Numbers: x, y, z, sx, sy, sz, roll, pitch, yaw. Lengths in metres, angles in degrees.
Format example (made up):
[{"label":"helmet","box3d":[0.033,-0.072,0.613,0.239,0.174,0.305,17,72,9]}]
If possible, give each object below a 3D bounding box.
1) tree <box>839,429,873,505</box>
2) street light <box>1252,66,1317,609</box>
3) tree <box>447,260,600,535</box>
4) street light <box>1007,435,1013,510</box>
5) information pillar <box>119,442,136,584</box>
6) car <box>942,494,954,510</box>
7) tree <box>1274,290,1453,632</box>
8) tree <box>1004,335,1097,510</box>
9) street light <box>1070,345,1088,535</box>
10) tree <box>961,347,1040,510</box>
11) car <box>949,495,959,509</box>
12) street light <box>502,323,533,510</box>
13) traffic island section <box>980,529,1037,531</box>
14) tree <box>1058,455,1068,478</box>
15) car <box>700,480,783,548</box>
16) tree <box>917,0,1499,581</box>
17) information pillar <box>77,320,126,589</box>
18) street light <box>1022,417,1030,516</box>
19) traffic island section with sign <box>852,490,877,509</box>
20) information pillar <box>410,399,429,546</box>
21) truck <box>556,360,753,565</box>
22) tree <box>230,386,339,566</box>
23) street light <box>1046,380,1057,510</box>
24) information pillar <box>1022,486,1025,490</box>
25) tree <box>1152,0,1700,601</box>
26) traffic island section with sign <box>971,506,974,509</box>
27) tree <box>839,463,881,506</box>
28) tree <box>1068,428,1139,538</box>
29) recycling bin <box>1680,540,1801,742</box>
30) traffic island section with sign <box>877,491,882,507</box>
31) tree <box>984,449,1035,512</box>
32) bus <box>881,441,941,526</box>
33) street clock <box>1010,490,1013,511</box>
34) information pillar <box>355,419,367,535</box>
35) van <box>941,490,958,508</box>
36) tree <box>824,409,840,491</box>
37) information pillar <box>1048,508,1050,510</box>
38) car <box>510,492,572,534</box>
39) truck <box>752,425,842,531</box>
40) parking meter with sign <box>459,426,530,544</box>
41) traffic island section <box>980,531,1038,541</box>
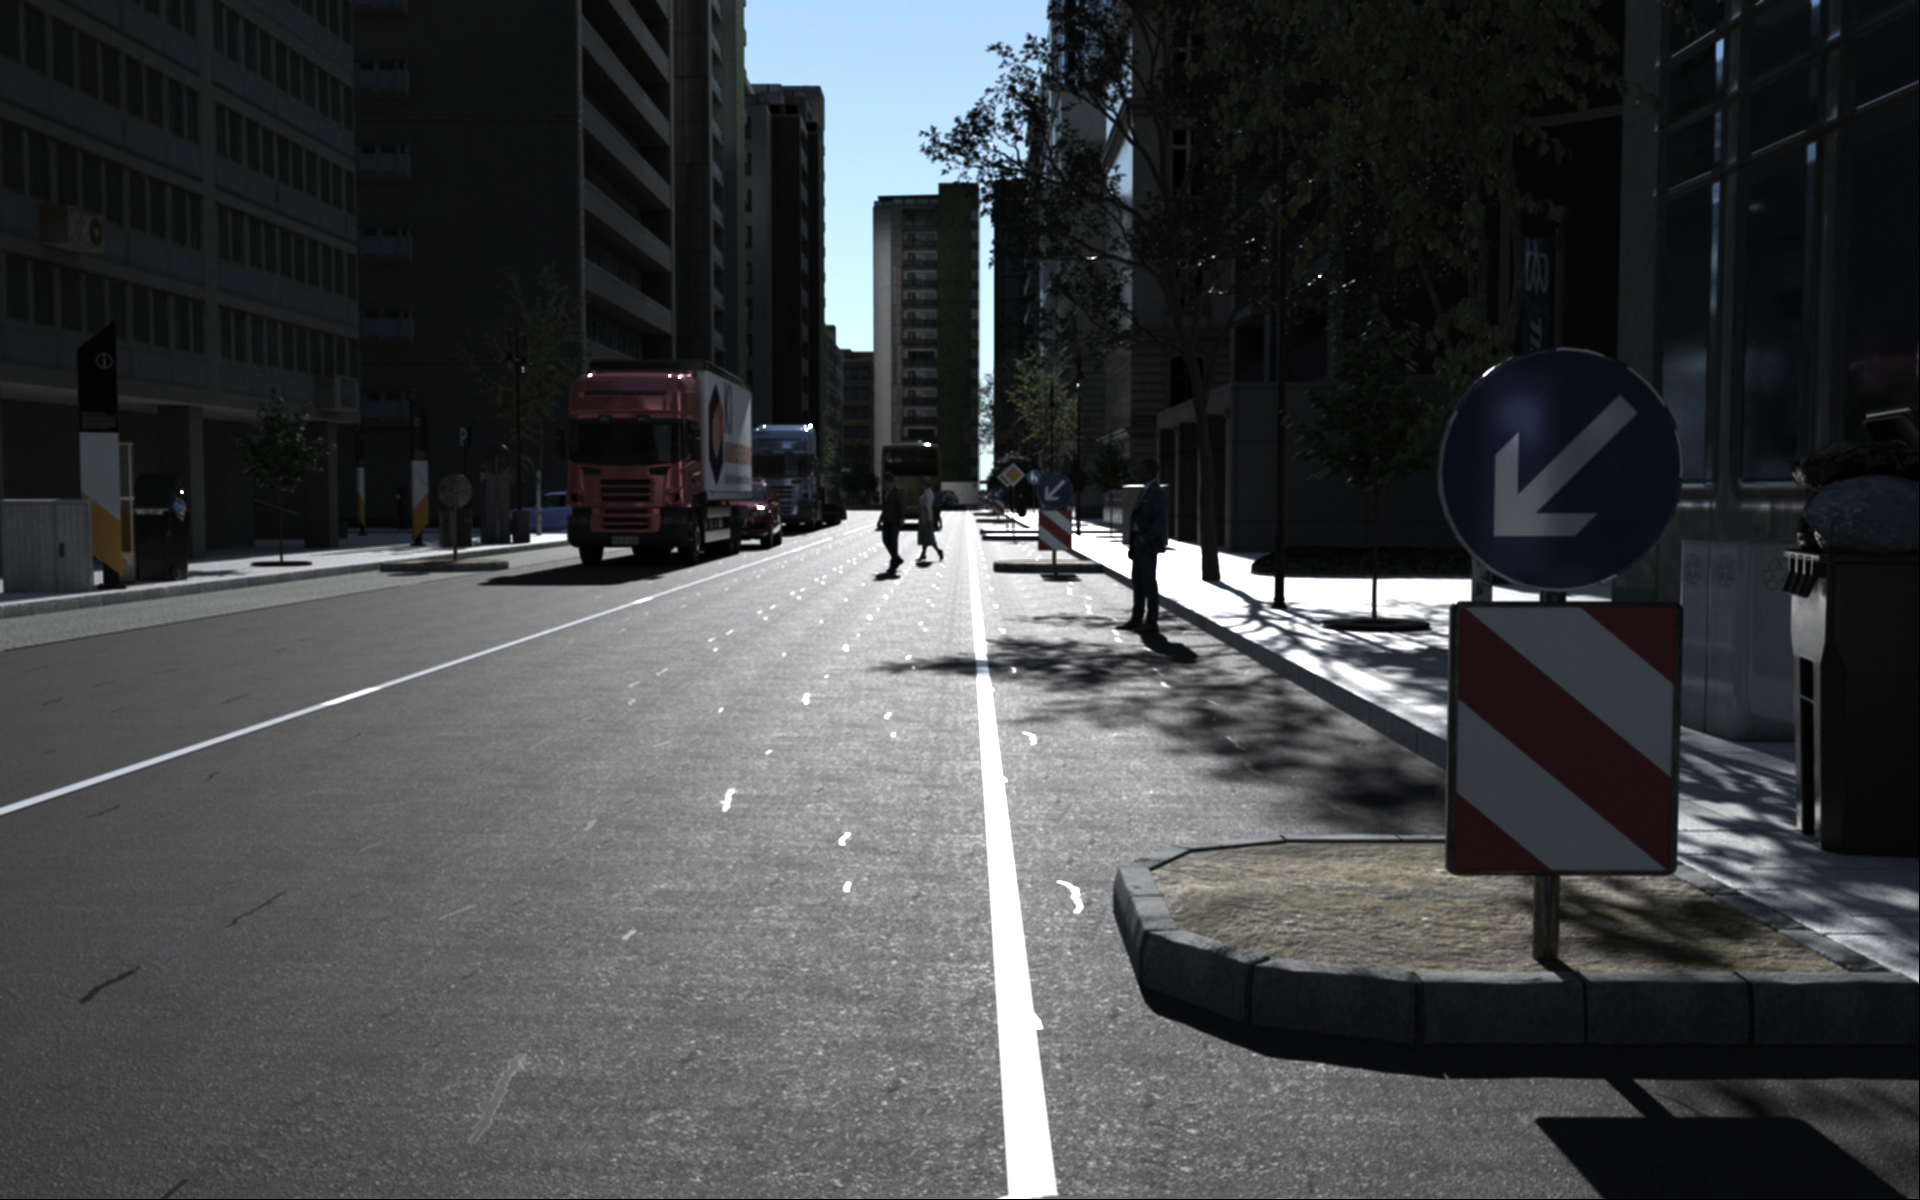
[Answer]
[{"label":"tree","box3d":[-11.530,-14.935,194.548,4.737,8.622,4.395,0,3,0]},{"label":"street light","box3d":[3.589,-2.844,19.295,0.468,5.910,1.993,0,4,0]},{"label":"tree","box3d":[-13.412,-6.334,53.931,4.737,8.622,4.395,0,3,0]},{"label":"street light","box3d":[3.988,-10.020,136.617,0.468,5.910,1.993,0,4,0]},{"label":"information pillar","box3d":[-11.940,-1.235,24.680,0.304,2.012,0.304,-1,4,-21]},{"label":"car","box3d":[-1.579,-8.706,154.145,2.131,1.459,4.920,0,4,-1]},{"label":"tree","box3d":[3.849,-1.343,16.567,1.663,3.219,1.824,0,3,0]},{"label":"tree","box3d":[4.134,-8.000,81.165,4.360,8.622,3.978,0,3,0]},{"label":"street light","box3d":[3.696,-4.959,53.875,0.468,5.910,1.993,0,4,0]},{"label":"tree","box3d":[5.118,-14.285,143.928,12.009,13.543,11.850,0,3,0]},{"label":"car","box3d":[-1.072,-9.450,166.874,2.083,1.381,4.827,0,4,-1]},{"label":"street light","box3d":[-11.938,-4.529,46.841,0.468,5.910,1.993,0,4,0]},{"label":"traffic island section","box3d":[1.725,-2.460,62.509,2.009,0.180,2.903,0,4,0]},{"label":"tree","box3d":[4.810,-4.781,72.769,1.663,3.219,1.824,0,3,0]},{"label":"car","box3d":[-6.017,-2.372,47.450,2.281,1.827,5.304,0,4,-2]},{"label":"tree","box3d":[3.705,-5.582,25.673,8.767,10.594,7.601,0,4,-6]},{"label":"information pillar","box3d":[-11.557,-1.954,23.295,0.504,3.616,0.183,-2,4,-32]},{"label":"street light","box3d":[3.920,-7.997,103.546,0.468,5.910,1.993,0,4,0]},{"label":"traffic island section with sign","box3d":[-9.185,-9.529,164.434,1.989,1.847,2.006,0,4,0]},{"label":"information pillar","box3d":[-13.361,-3.145,42.784,0.183,3.616,0.504,2,4,30]},{"label":"truck","box3d":[-6.494,-3.031,38.466,2.839,4.237,11.283,0,3,0]},{"label":"tree","box3d":[-12.356,-2.240,31.225,1.663,3.219,1.824,0,3,0]},{"label":"street light","box3d":[3.727,-5.975,70.474,0.468,5.910,1.993,0,4,0]},{"label":"information pillar","box3d":[4.828,-8.612,132.159,0.183,3.616,0.504,1,4,16]},{"label":"tree","box3d":[3.456,-3.774,12.070,4.737,8.622,4.395,0,3,0]},{"label":"traffic island section with sign","box3d":[1.910,-6.540,115.557,1.989,1.847,2.006,0,4,0]},{"label":"tree","box3d":[-11.371,-12.326,185.237,4.285,4.588,4.351,0,3,0]},{"label":"tree","box3d":[4.309,-3.425,50.607,1.663,3.219,1.824,0,3,0]},{"label":"recycling bin","box3d":[4.363,0.199,9.294,0.722,1.027,0.722,0,4,-3]},{"label":"traffic island section with sign","box3d":[-9.084,-11.178,191.389,1.989,1.847,2.006,0,4,0]},{"label":"tree","box3d":[3.856,-8.713,126.165,4.285,4.588,4.351,0,3,0]},{"label":"bus","box3d":[-2.219,-5.381,79.528,2.896,3.916,12.252,0,4,-1]},{"label":"street clock","box3d":[3.926,-7.715,130.713,0.471,2.002,0.358,0,4,6]},{"label":"information pillar","box3d":[-18.633,-3.821,53.820,0.183,3.616,0.504,0,4,0]},{"label":"van","box3d":[-1.269,-10.493,178.565,2.013,2.044,4.112,0,4,2]},{"label":"tree","box3d":[-11.733,-11.687,141.441,4.360,8.622,3.978,0,3,0]},{"label":"information pillar","box3d":[4.108,-4.406,76.534,0.304,2.012,0.304,2,4,30]},{"label":"car","box3d":[-13.760,-3.026,59.060,3.694,1.707,1.945,0,3,0]},{"label":"truck","box3d":[-6.810,-5.106,73.246,2.967,4.110,18.799,0,4,0]},{"label":"parking meter with sign","box3d":[-12.101,-2.989,45.125,1.738,3.016,0.543,-3,5,-41]},{"label":"traffic island section","box3d":[1.698,-1.972,54.524,2.009,0.180,2.903,0,4,0]}]
